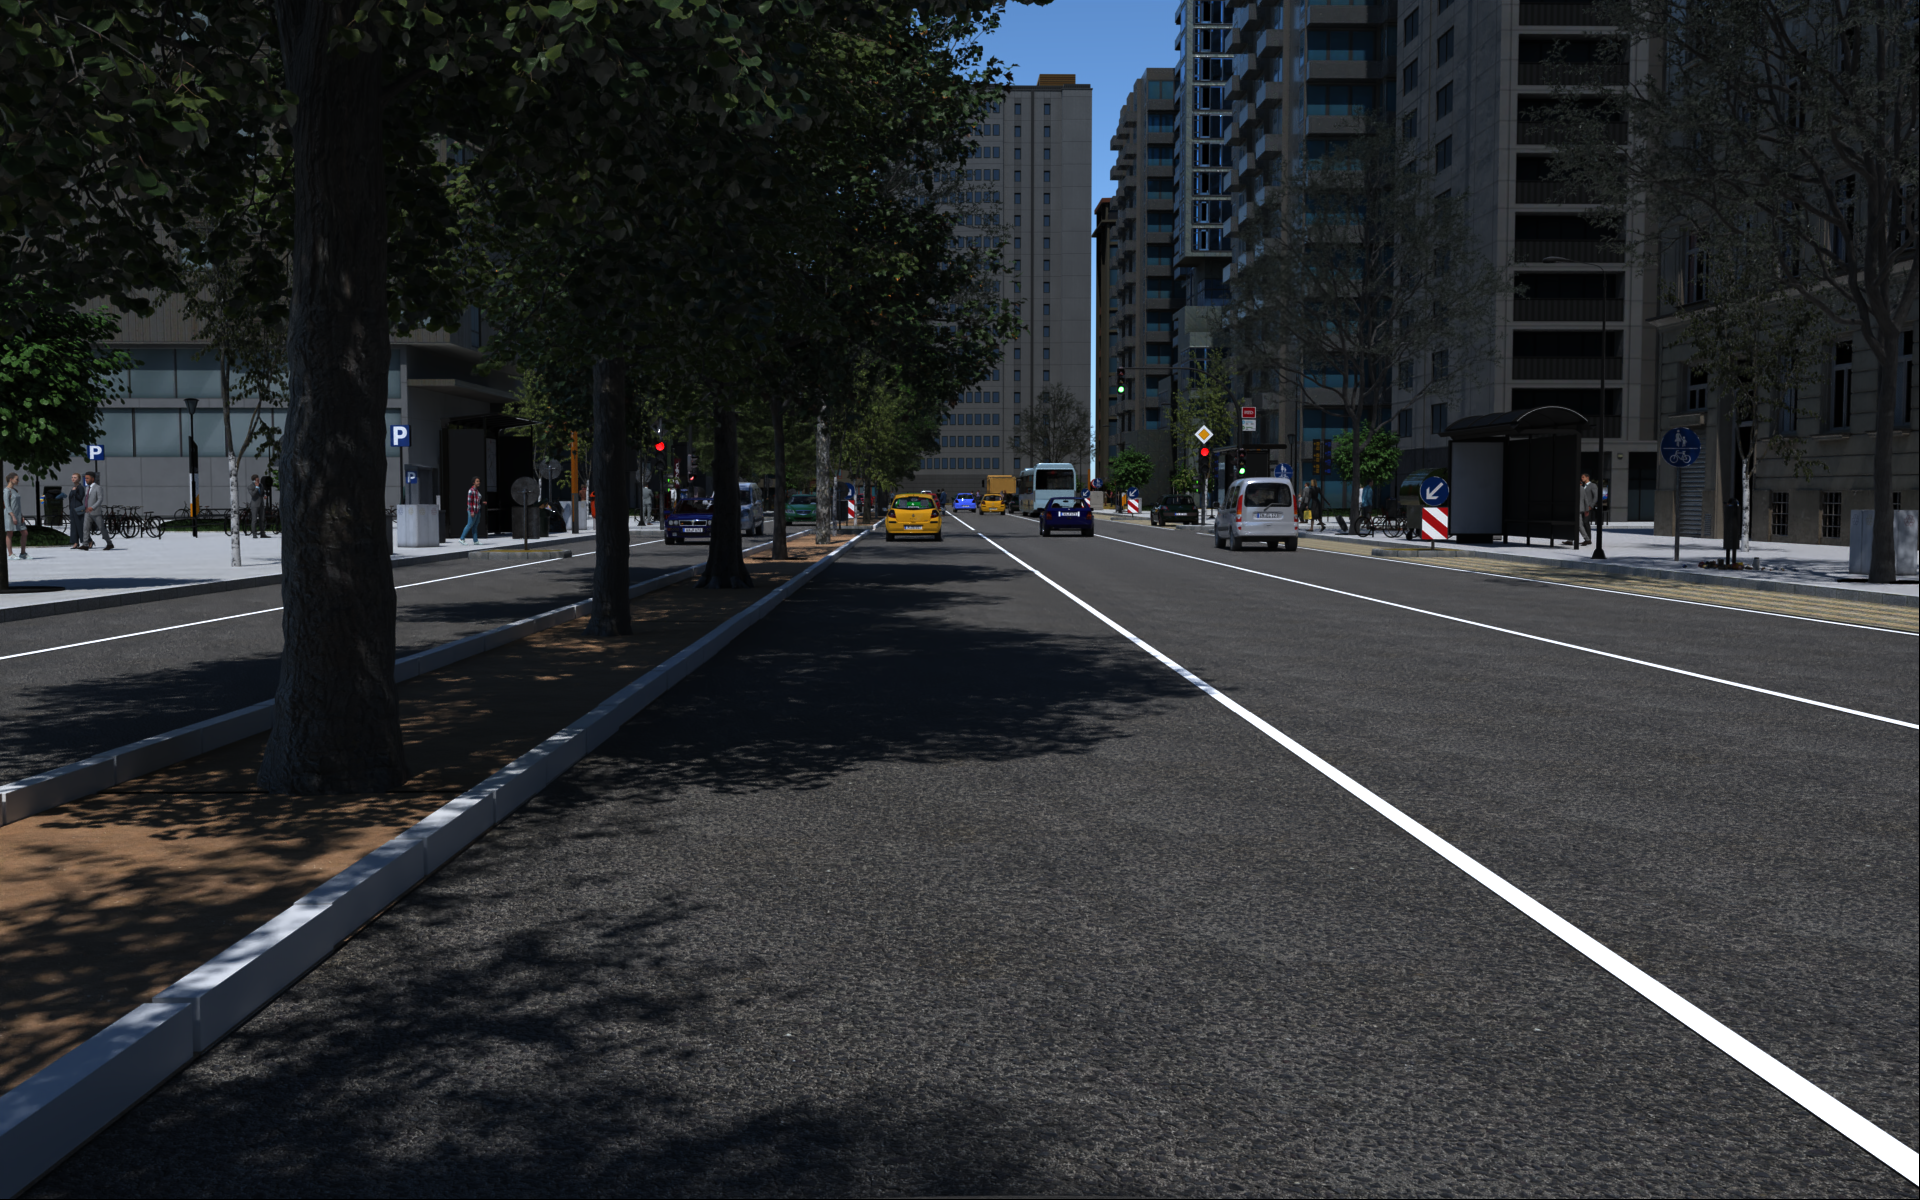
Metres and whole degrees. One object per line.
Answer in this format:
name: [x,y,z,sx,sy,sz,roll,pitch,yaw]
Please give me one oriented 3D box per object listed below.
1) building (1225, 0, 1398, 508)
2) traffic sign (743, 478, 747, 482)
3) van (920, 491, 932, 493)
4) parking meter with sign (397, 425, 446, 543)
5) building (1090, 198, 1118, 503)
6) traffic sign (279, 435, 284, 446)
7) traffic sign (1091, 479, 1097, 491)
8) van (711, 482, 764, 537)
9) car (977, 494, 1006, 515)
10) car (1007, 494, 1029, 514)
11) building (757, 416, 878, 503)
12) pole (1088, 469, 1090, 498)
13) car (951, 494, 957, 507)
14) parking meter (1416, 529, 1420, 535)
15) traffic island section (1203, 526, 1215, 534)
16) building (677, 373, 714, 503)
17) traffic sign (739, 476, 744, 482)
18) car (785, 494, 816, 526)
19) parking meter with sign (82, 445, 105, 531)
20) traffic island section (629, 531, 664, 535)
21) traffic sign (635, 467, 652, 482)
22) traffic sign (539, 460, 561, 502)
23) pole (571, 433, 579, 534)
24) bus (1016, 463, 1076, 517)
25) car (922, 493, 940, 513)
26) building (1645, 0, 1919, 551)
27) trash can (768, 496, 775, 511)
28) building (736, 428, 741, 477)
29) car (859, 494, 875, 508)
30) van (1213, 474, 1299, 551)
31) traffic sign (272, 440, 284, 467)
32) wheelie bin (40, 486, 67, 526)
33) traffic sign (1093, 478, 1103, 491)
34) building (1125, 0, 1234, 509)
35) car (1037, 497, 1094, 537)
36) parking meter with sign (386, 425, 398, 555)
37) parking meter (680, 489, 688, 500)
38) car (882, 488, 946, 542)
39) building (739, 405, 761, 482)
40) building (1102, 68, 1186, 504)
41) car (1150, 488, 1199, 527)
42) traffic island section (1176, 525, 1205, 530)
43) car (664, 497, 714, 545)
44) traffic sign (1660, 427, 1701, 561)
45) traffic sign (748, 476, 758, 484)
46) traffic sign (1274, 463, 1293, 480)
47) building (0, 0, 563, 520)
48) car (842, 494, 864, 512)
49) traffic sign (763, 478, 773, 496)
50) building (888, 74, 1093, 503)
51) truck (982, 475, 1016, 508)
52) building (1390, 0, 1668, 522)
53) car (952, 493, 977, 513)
building: [31.519,-30.933,125.363,23.786,49.044,30.456,0,4,-1]
traffic sign: [-16.223,-8.062,131.919,0.768,2.556,0.104,0,4,7]
van: [-4.166,-12.472,210.934,2.013,2.044,4.112,0,4,-3]
parking meter with sign: [-13.883,-2.952,44.521,0.543,3.016,1.738,1,4,15]
building: [32.172,-36.238,247.117,28.867,44.769,22.147,0,4,-1]
traffic sign: [-13.298,-2.114,34.677,0.768,2.556,0.104,0,4,2]
traffic sign: [11.220,-8.758,143.292,0.768,2.556,0.104,0,4,2]
van: [-7.761,-3.216,59.587,2.013,2.044,4.112,0,3,0]
car: [2.209,-6.665,119.197,2.015,1.641,3.980,0,4,-1]
car: [4.499,-7.214,127.733,2.009,1.686,4.222,0,4,-1]
building: [-25.156,-24.773,250.084,28.899,21.520,27.650,0,4,-1]
pole: [10.528,-9.013,141.207,0.158,3.312,0.155,0,3,0]
car: [0.066,-11.056,192.566,2.131,1.459,4.920,0,4,-2]
parking meter: [14.607,-2.835,54.757,0.372,1.533,0.369,0,3,0]
traffic island section: [10.071,-2.450,62.337,2.009,0.180,2.903,0,4,-1]
building: [-29.637,-28.613,151.424,14.154,41.232,14.086,0,4,-1]
traffic sign: [-15.870,-7.578,124.011,0.768,2.556,0.104,0,4,7]
car: [-7.105,-4.138,79.456,2.131,1.459,4.920,0,4,-3]
parking meter with sign: [-30.370,-3.928,60.491,0.543,3.016,1.738,-1,4,-12]
traffic island section: [-10.665,-2.422,61.873,2.009,0.180,2.903,0,4,-1]
traffic sign: [-15.088,-5.043,82.558,0.768,2.556,0.104,0,3,0]
traffic sign: [-14.194,-3.664,60.011,0.768,2.556,0.104,0,3,0]
pole: [-12.438,-3.796,55.909,0.158,3.312,0.155,0,3,0]
bus: [5.418,-7.052,110.163,2.948,3.499,13.247,0,4,-2]
car: [-2.316,-7.034,124.047,2.155,1.783,4.494,0,3,0]
building: [29.025,-12.570,38.799,16.112,22.955,30.059,0,4,-1]
trash can: [-14.065,-7.230,129.867,0.748,1.137,0.748,0,3,0]
building: [-30.643,-24.971,179.981,14.160,30.474,14.107,0,4,-1]
car: [-9.634,-10.168,175.293,2.155,1.783,4.494,0,4,1]
van: [7.632,-2.312,44.818,2.013,2.044,4.112,0,4,0]
traffic sign: [-12.921,-2.050,33.527,0.884,2.594,0.081,0,4,2]
wheelie bin: [-36.659,-3.804,70.104,0.980,1.594,0.693,-3,5,-39]
traffic sign: [11.018,-8.448,138.223,0.768,2.556,0.104,0,4,2]
building: [29.022,-52.209,166.295,22.319,86.520,31.000,0,4,-1]
car: [3.625,-2.851,59.197,1.945,1.354,3.894,0,4,0]
parking meter with sign: [-12.601,-2.416,35.757,0.543,3.016,1.738,3,5,39]
parking meter: [-13.217,-4.566,83.060,0.372,1.533,0.369,0,3,0]
car: [-1.423,-2.655,53.634,2.015,1.641,3.980,0,4,-1]
building: [-31.441,-33.903,204.430,14.200,45.320,14.600,0,4,-1]
building: [29.033,-35.383,198.118,23.786,49.044,30.456,0,4,-1]
car: [9.545,-4.124,77.206,2.009,1.686,4.222,0,4,-1]
traffic island section: [9.890,-2.938,70.320,2.009,0.180,2.903,0,4,-1]
car: [-7.551,-2.304,50.245,1.945,1.354,3.894,0,4,-3]
traffic sign: [13.701,-2.014,33.032,0.768,2.556,0.104,0,4,1]
traffic sign: [-14.399,-7.362,120.475,0.768,2.556,0.104,0,4,-1]
traffic sign: [13.296,-4.352,71.254,0.768,2.556,0.104,0,4,5]
building: [-38.577,-30.999,96.074,28.713,52.752,27.495,0,4,-1]
car: [-8.721,-7.912,139.155,2.009,1.686,4.222,0,4,-3]
traffic sign: [-14.888,-8.215,134.418,0.768,2.556,0.104,0,4,6]
building: [3.637,-43.069,246.177,28.212,58.520,21.231,0,4,-1]
truck: [4.104,-10.995,175.691,3.469,3.379,9.791,0,4,-2]
building: [35.068,-39.694,87.246,20.611,71.187,20.563,0,4,-1]
car: [0.340,-7.673,135.038,1.945,1.707,3.694,0,4,-3]
